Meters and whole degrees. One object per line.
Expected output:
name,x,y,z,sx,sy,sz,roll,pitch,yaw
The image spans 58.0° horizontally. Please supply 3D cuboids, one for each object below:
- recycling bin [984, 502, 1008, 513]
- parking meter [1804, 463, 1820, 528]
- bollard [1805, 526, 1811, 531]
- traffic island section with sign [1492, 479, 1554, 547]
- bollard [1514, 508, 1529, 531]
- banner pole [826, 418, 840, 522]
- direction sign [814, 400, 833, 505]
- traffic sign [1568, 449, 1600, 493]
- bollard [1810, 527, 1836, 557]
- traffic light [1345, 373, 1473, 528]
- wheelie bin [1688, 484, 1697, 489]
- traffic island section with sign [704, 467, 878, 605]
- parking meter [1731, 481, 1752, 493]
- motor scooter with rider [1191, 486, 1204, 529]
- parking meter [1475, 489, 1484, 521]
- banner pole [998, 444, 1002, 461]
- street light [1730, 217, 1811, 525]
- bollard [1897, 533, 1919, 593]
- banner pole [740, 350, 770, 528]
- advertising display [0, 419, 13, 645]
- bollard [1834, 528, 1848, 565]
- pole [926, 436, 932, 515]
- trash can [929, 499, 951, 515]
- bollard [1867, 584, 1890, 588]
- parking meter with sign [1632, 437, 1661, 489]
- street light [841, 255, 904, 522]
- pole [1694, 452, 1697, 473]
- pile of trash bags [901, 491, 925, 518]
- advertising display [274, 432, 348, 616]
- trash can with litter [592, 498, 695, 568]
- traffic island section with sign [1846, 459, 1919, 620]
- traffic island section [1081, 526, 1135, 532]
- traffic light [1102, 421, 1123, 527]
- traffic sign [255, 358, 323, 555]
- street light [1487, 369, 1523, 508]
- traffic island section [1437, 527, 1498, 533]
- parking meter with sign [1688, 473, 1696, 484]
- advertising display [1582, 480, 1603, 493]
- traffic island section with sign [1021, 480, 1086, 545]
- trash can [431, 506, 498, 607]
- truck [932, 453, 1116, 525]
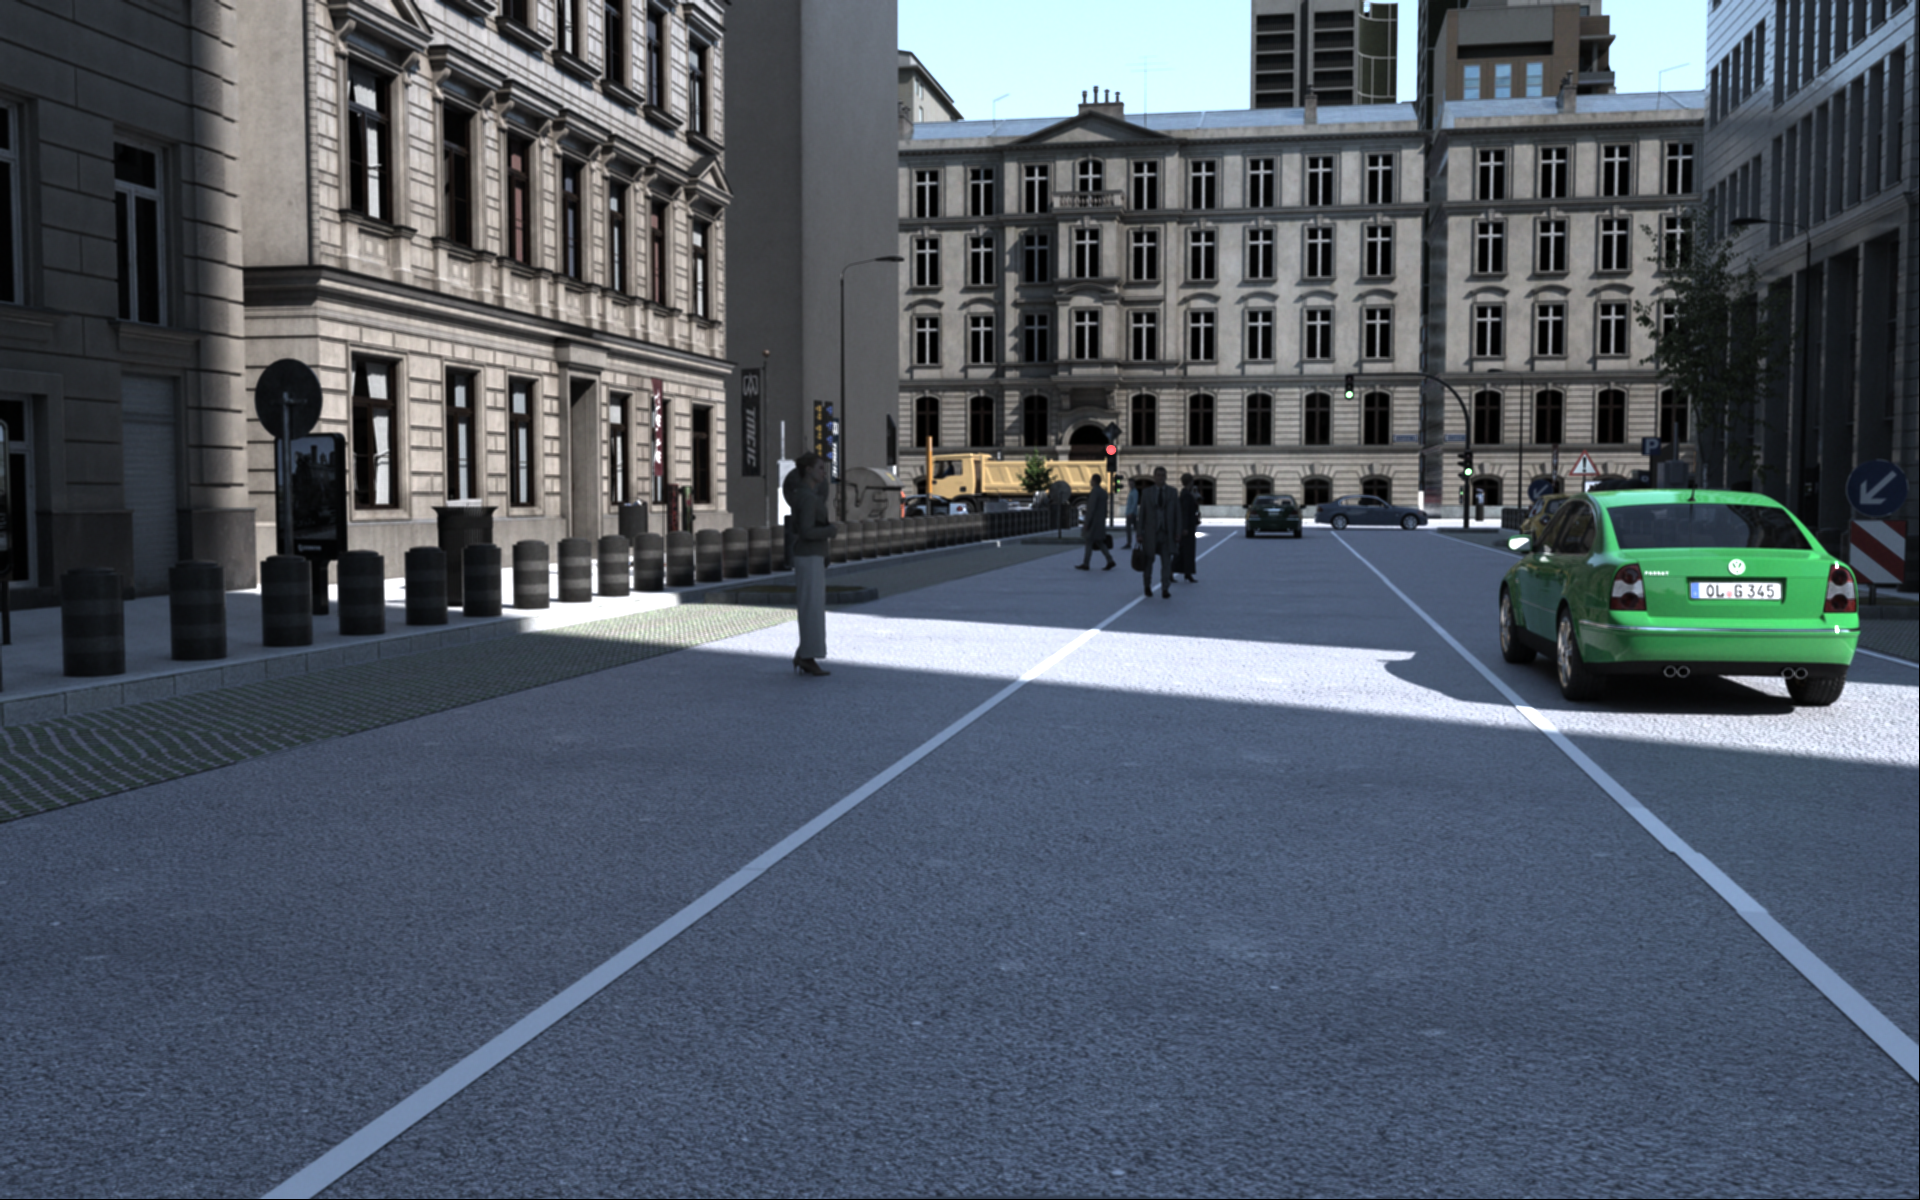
recycling bin,1.178,-2.708,56.829,0.722,1.027,0.722,0,4,-5
parking meter,15.856,-1.630,32.362,0.255,1.863,0.399,3,5,44
bollard,13.380,-0.773,27.359,0.404,0.777,0.398,0,3,0
traffic island section with sign,15.582,-2.356,47.156,1.989,1.847,2.006,1,4,11
bollard,19.702,-2.802,60.526,0.404,0.777,0.398,0,3,0
banner pole,-3.693,-3.665,49.944,0.401,3.779,0.863,2,4,28
direction sign,-3.325,-3.075,42.272,0.379,3.537,0.876,2,4,25
traffic sign,18.143,-3.081,50.373,0.884,2.594,0.081,1,4,15
bollard,13.156,-0.701,26.178,0.404,0.777,0.398,0,3,0
traffic light,16.800,-5.512,64.796,4.771,5.953,1.251,1,4,11
wheelie bin,22.535,-2.788,53.485,0.980,1.594,0.693,-2,4,-26
traffic island section with sign,-2.175,-0.893,23.226,1.989,1.847,2.006,1,4,11
parking meter,15.013,-1.523,33.314,0.372,1.533,0.369,0,3,0
motor scooter with rider,8.817,-3.467,65.649,0.876,1.779,1.986,1,4,10
parking meter,24.661,-4.512,82.174,0.372,1.533,0.369,0,3,0
banner pole,1.984,-5.890,86.325,0.401,3.779,0.863,1,4,18
street light,13.623,-3.461,29.134,1.470,5.913,1.316,1,4,11
bollard,12.478,-0.484,22.633,0.404,0.777,0.398,0,3,0
banner pole,-3.542,-2.464,30.308,0.863,3.779,0.401,3,5,40
advertising display,-8.434,-0.562,14.404,0.974,1.923,0.123,-3,5,-43
bollard,12.930,-0.629,24.993,0.404,0.777,0.398,0,3,0
pole,-1.091,-4.122,61.235,0.158,3.312,0.155,0,3,0
trash can,-0.619,-2.552,53.382,0.748,1.137,0.748,0,3,0
bollard,12.705,-0.556,23.813,0.404,0.777,0.398,0,3,0
parking meter with sign,21.355,-3.544,54.208,0.543,3.016,1.738,0,4,5
street light,-1.771,-3.753,33.897,1.470,5.913,1.316,1,4,11
pole,34.863,-5.394,82.032,0.158,3.312,0.155,0,3,0
pile of trash bags,-1.707,-2.195,45.641,1.912,1.369,3.447,0,4,0
advertising display,-6.893,-0.807,18.402,0.974,1.923,0.123,2,4,30
trash can with litter,-5.436,-1.198,30.648,2.233,1.210,1.678,0,4,7
traffic island section with sign,10.525,-0.732,20.594,1.989,1.847,2.006,1,4,11
traffic island section,5.852,-2.743,67.137,2.009,0.180,2.903,1,4,11
traffic light,5.890,-4.775,66.995,0.839,4.253,0.868,1,4,11
traffic sign,-6.333,-0.991,16.311,0.768,2.556,0.104,1,4,19
street light,20.246,-5.610,64.272,1.470,5.913,1.316,1,4,11
traffic island section,18.909,-2.592,64.652,2.009,0.180,2.903,1,4,11
parking meter with sign,26.315,-4.016,61.923,0.543,3.016,1.738,-3,4,-38
advertising display,29.725,-4.657,81.358,0.974,1.923,0.123,1,4,23
traffic island section with sign,2.876,-2.512,49.705,1.989,1.847,2.006,1,4,11
trash can,-5.677,-0.504,19.896,0.748,1.137,0.748,0,3,0
truck,2.444,-5.308,82.708,9.791,3.379,3.469,1,4,10
